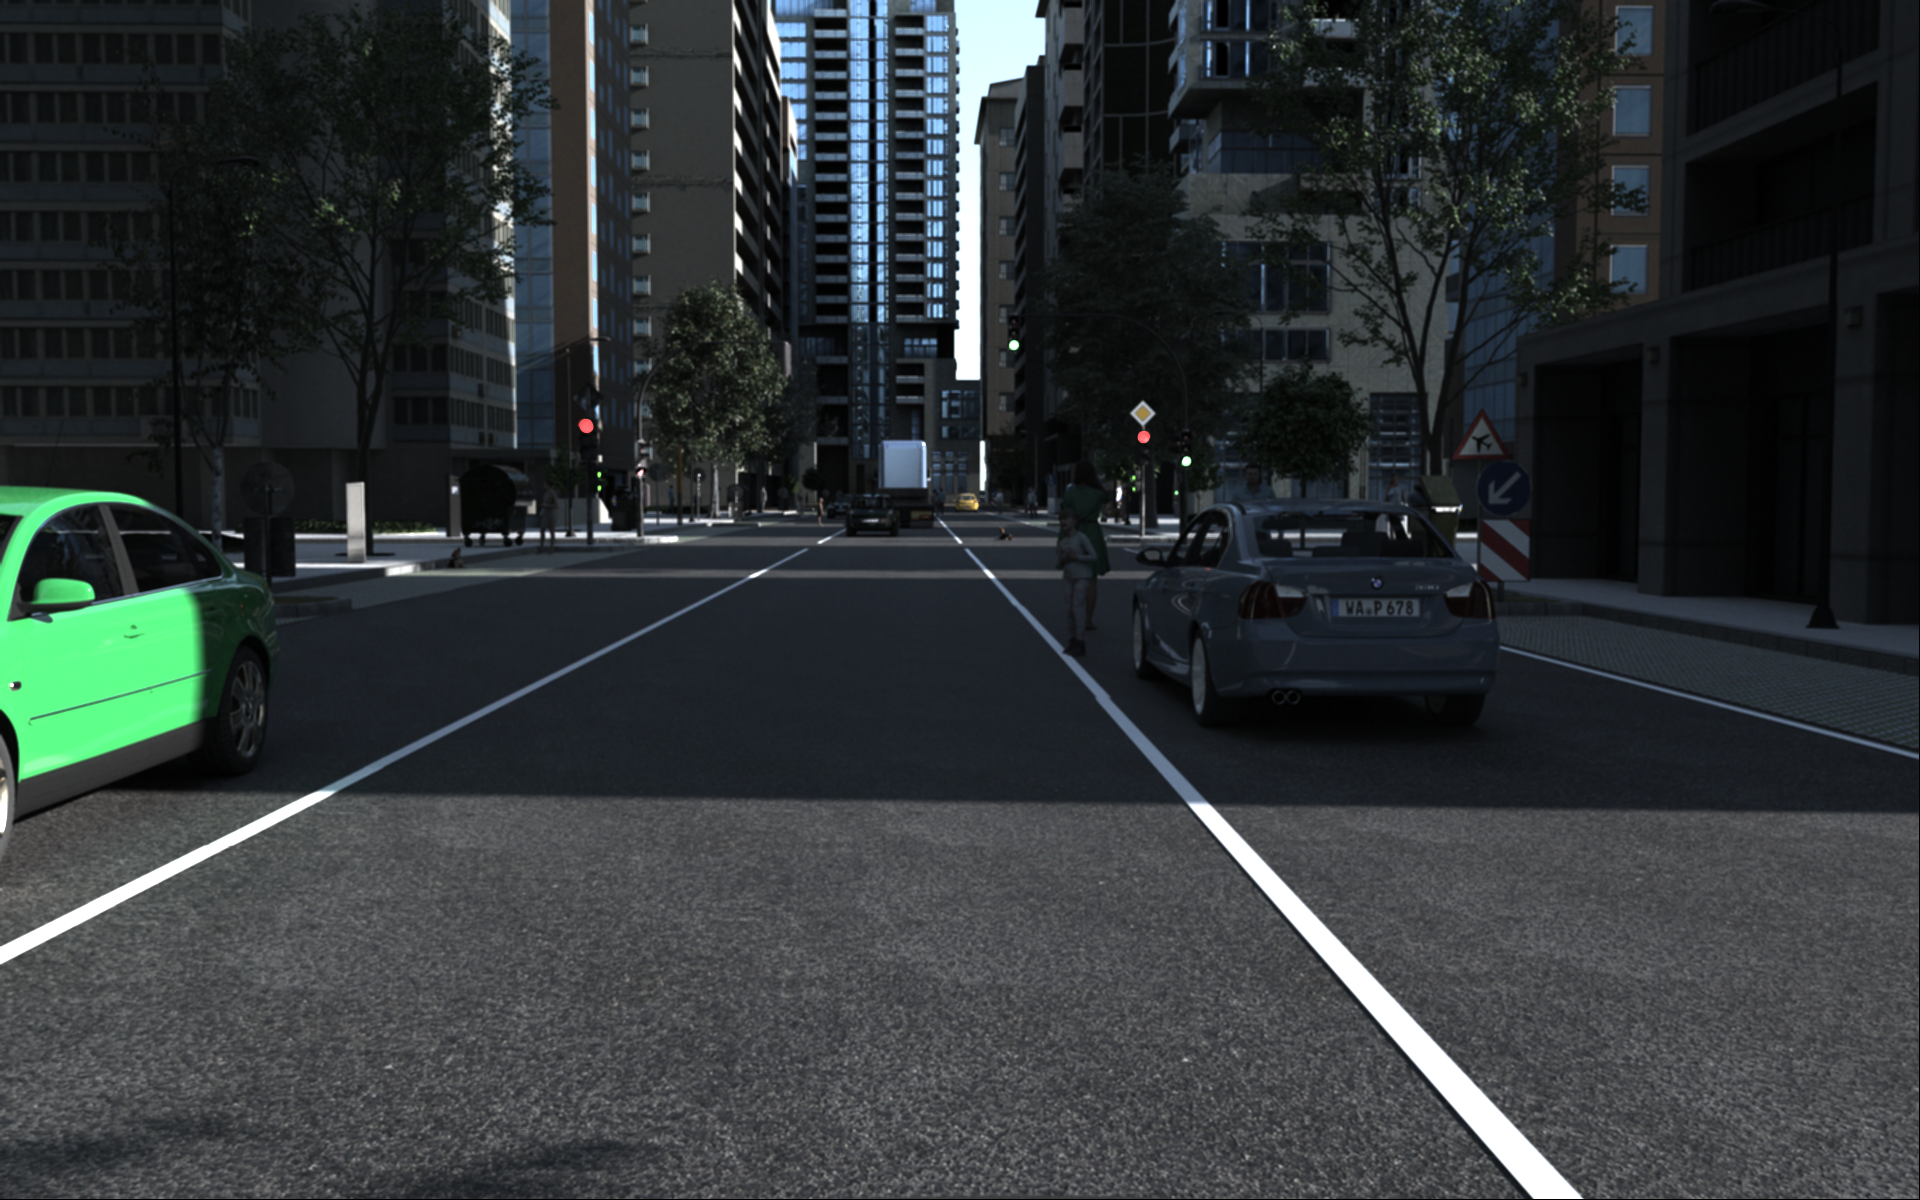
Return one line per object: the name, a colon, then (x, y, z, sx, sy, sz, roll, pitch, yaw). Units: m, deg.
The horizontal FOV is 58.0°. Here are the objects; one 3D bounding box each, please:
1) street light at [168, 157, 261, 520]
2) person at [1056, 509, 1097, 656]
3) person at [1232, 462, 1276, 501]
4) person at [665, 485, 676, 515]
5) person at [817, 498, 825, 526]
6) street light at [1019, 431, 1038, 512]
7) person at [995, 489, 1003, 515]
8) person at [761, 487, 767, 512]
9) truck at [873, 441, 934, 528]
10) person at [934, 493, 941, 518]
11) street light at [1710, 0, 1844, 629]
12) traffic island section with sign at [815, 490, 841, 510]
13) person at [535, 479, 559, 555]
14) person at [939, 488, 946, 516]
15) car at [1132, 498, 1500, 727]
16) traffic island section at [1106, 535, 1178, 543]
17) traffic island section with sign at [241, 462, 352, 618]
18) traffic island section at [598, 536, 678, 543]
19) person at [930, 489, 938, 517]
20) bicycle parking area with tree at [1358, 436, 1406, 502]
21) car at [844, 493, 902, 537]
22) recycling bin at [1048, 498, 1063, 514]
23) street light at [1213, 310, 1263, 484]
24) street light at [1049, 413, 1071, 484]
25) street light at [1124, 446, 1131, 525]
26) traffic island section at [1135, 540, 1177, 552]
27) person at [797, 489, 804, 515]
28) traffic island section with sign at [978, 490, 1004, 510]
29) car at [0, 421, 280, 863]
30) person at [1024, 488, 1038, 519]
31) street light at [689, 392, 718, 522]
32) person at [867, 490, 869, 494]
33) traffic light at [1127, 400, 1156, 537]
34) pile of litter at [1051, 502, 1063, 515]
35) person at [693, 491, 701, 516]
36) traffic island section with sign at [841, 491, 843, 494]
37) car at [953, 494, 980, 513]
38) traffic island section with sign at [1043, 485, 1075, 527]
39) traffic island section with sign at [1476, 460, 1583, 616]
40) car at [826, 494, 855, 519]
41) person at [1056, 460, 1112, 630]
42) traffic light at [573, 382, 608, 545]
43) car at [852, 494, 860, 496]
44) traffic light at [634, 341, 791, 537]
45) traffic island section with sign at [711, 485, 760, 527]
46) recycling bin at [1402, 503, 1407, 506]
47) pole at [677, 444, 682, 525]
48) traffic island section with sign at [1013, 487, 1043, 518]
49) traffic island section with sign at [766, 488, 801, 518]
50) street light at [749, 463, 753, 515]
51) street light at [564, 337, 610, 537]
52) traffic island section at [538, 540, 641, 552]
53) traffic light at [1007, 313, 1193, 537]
street light: (-10.322, -3.146, 23.986, 1.470, 5.913, 1.316, 0, 4, -1)
person: (1.019, -0.164, 15.453, 0.425, 1.301, 0.394, 2, 4, 25)
person: (3.680, -0.793, 21.492, 0.660, 1.820, 0.620, 0, 4, 4)
person: (-17.642, -6.088, 105.450, 0.748, 1.841, 0.638, -1, 4, -19)
person: (-6.339, -4.021, 78.916, 0.373, 1.253, 0.362, 0, 4, -7)
street light: (5.019, -9.452, 127.081, 1.470, 5.913, 1.316, 0, 4, -1)
person: (2.780, -6.842, 120.590, 0.478, 1.798, 0.641, 3, 5, 40)
person: (-14.045, -7.157, 123.181, 0.709, 1.813, 0.853, 1, 4, 16)
truck: (-2.662, -5.603, 81.371, 2.967, 4.110, 18.799, 0, 4, -2)
person: (-1.377, -5.774, 105.507, 0.523, 1.515, 0.503, 1, 4, 11)
street light: (7.750, -2.686, 16.457, 1.470, 5.913, 1.316, 0, 4, -1)
traffic island section with sign: (-11.820, -8.854, 153.394, 1.989, 1.847, 2.006, 0, 4, -1)
person: (-9.714, -1.949, 40.714, 0.599, 1.781, 0.374, 3, 5, 43)
person: (-1.199, -6.393, 113.040, 0.660, 1.820, 0.620, -3, 5, -44)
car: (2.284, 0.002, 11.973, 2.014, 1.417, 4.499, 0, 4, -2)
traffic island section: (5.487, -1.820, 52.036, 2.009, 0.180, 2.903, 0, 4, -1)
traffic island section with sign: (-8.431, -0.738, 20.691, 1.989, 1.847, 2.006, 0, 4, -1)
traffic island section: (-9.550, -1.797, 51.660, 2.009, 0.180, 2.903, 0, 4, -1)
person: (-1.560, -5.933, 106.337, 0.563, 1.720, 0.643, 1, 4, 10)
bicycle parking area with tree: (19.432, -5.950, 84.278, 9.016, 4.147, 8.231, 2, 4, 25)
car: (-2.987, -3.033, 59.369, 2.009, 1.686, 4.222, 0, 4, -1)
recycling bin: (6.030, -5.936, 109.604, 0.722, 1.027, 0.722, -3, 4, -38)
street light: (7.097, -4.368, 43.962, 1.470, 5.913, 1.316, 0, 4, -1)
street light: (5.763, -7.737, 99.038, 1.470, 5.913, 1.316, 0, 4, -1)
street light: (6.380, -6.040, 71.297, 1.470, 5.913, 1.316, 0, 4, -1)
traffic island section: (5.690, -1.332, 44.054, 2.009, 0.180, 2.903, 0, 4, -1)
person: (-10.944, -6.723, 118.966, 0.519, 1.759, 0.362, -3, 4, -36)
traffic island section with sign: (2.895, -8.883, 153.866, 1.989, 1.847, 2.006, 0, 4, -1)
car: (-4.441, 0.083, 7.441, 1.959, 1.807, 4.718, 0, 4, -3)
person: (4.020, -5.466, 98.362, 0.782, 1.767, 0.515, 3, 4, 37)
street light: (-11.663, -6.496, 78.744, 1.470, 5.913, 1.316, 0, 4, -1)
person: (-6.279, -6.643, 118.117, 0.512, 1.701, 0.522, 2, 4, 33)
traffic light: (5.446, -3.853, 51.921, 0.839, 4.253, 0.868, 0, 4, -1)
pile of litter: (6.160, -5.658, 106.466, 1.176, 0.858, 1.719, 0, 4, -3)
person: (-15.386, -5.669, 101.328, 0.503, 1.515, 0.523, -1, 4, -16)
traffic island section with sign: (-12.518, -10.538, 180.918, 1.989, 1.847, 2.006, 0, 4, -1)
car: (0.497, -7.442, 131.907, 2.015, 1.641, 3.980, 0, 4, 0)
traffic island section with sign: (4.874, -4.159, 76.627, 1.989, 1.847, 2.006, 0, 4, -1)
traffic island section with sign: (6.273, -0.766, 21.152, 1.989, 1.847, 2.006, 0, 4, -1)
car: (-6.916, -5.674, 102.558, 2.009, 1.686, 4.222, 0, 4, 0)
person: (1.319, -0.591, 18.417, 0.600, 1.795, 0.529, 0, 4, 3)
traffic light: (-9.307, -3.341, 43.543, 0.839, 4.253, 0.868, 0, 4, -1)
car: (-8.596, -8.183, 145.587, 2.131, 1.459, 4.920, 0, 4, 0)
traffic light: (-7.421, -4.706, 51.614, 4.771, 5.953, 1.251, 0, 4, -1)
traffic island section with sign: (-9.848, -4.137, 76.263, 1.989, 1.847, 2.006, 0, 4, -1)
recycling bin: (12.808, -2.383, 51.522, 0.722, 1.027, 0.722, -1, 4, -19)
pole: (-11.501, -4.720, 71.022, 0.158, 3.312, 0.155, 0, 3, 0)
traffic island section with sign: (4.173, -5.807, 103.573, 1.989, 1.847, 2.006, 0, 4, -1)
traffic island section with sign: (-10.558, -5.826, 103.876, 1.989, 1.847, 2.006, 0, 4, -1)
street light: (-12.401, -8.198, 106.584, 1.470, 5.913, 1.316, 0, 4, -1)
street light: (-11.049, -4.822, 51.378, 1.470, 5.913, 1.316, 0, 4, -1)
traffic island section: (-9.347, -1.309, 43.677, 2.009, 0.180, 2.903, 0, 4, -1)
traffic light: (3.561, -4.225, 43.744, 4.771, 5.953, 1.251, 0, 4, -1)
